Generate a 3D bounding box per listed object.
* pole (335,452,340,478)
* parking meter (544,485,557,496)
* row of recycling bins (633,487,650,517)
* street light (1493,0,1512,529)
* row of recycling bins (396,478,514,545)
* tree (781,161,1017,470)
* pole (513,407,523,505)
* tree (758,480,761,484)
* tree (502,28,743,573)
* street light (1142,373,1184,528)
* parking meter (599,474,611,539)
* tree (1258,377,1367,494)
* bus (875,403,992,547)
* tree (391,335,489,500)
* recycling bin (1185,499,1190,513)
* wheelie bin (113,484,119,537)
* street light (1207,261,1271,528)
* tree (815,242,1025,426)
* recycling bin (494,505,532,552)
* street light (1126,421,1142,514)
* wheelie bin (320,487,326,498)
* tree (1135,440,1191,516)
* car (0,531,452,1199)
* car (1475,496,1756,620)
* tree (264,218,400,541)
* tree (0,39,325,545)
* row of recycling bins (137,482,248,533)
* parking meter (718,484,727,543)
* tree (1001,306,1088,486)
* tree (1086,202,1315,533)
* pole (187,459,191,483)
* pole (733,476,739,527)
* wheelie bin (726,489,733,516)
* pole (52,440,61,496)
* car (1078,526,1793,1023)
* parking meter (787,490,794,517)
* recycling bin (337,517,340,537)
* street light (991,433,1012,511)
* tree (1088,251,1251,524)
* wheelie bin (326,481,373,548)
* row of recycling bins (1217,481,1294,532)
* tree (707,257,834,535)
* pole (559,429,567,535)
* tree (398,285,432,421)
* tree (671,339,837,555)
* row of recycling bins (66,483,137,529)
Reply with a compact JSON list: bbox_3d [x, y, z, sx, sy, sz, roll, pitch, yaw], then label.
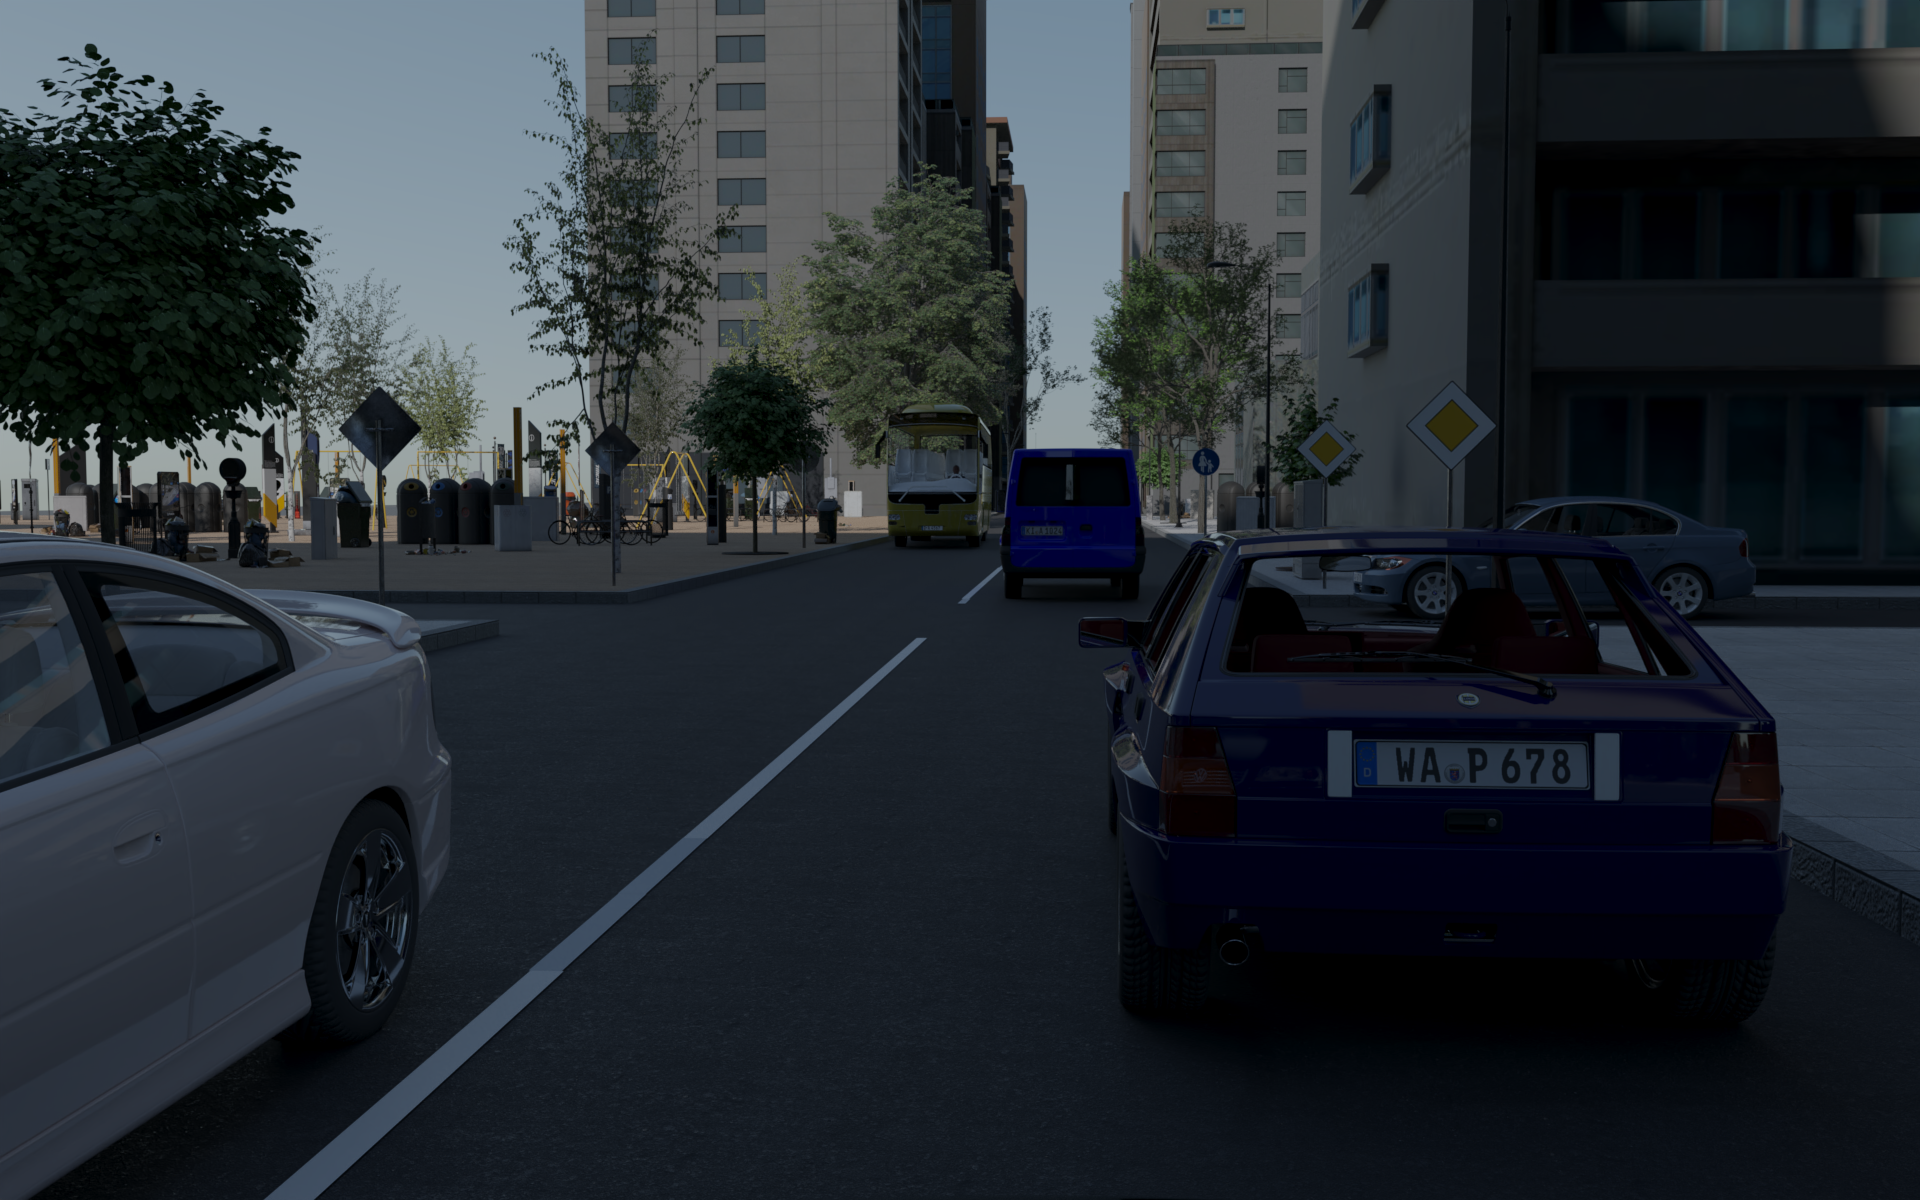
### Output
[{"bbox_3d":[-29.307,-5.365,81.566,0.158,3.312,0.155,0,3,0],"label":"pole"},{"bbox_3d":[-11.622,-2.494,49.186,0.372,1.533,0.369,0,3,0],"label":"parking meter"},{"bbox_3d":[-17.562,-5.543,97.740,1.069,1.692,3.534,-2,4,-27],"label":"row of recycling bins"},{"bbox_3d":[4.273,-2.621,15.396,1.470,5.913,1.316,0,4,4],"label":"street light"},{"bbox_3d":[-12.786,-2.270,44.231,3.534,1.692,1.069,1,4,16],"label":"row of recycling bins"},{"bbox_3d":[-2.222,-9.886,68.286,9.857,13.997,8.962,0,3,0],"label":"tree"},{"bbox_3d":[-10.365,-2.863,40.660,0.158,3.312,0.155,0,3,0],"label":"pole"},{"bbox_3d":[-11.192,-8.558,90.290,4.360,8.622,3.978,0,3,0],"label":"tree"},{"bbox_3d":[-5.606,-4.757,28.147,4.360,8.622,3.978,0,3,0],"label":"tree"},{"bbox_3d":[7.858,-5.733,66.272,1.470,5.913,1.316,0,4,4],"label":"street light"},{"bbox_3d":[-10.145,-2.691,49.715,0.255,1.863,0.399,2,4,32],"label":"parking meter"},{"bbox_3d":[5.796,-2.090,28.770,1.663,3.219,1.824,0,3,0],"label":"tree"},{"bbox_3d":[-0.477,-3.595,50.329,2.896,3.916,12.252,0,4,2],"label":"bus"},{"bbox_3d":[-23.528,-7.895,79.441,4.737,8.622,4.395,0,3,0],"label":"tree"},{"bbox_3d":[12.721,-4.999,94.286,0.722,1.027,0.722,2,4,30],"label":"recycling bin"},{"bbox_3d":[-25.281,-2.688,51.852,0.980,1.594,0.693,2,4,31],"label":"wheelie bin"},{"bbox_3d":[5.630,-3.803,34.714,1.470,5.913,1.316,0,4,4],"label":"street light"},{"bbox_3d":[-1.837,-10.446,81.158,12.009,13.543,11.850,0,3,0],"label":"tree"},{"bbox_3d":[-10.076,-1.620,39.036,0.722,1.027,0.722,-2,4,-24],"label":"recycling bin"},{"bbox_3d":[10.231,-7.693,98.328,1.470,5.913,1.316,0,4,4],"label":"street light"},{"bbox_3d":[-26.385,-3.947,72.444,0.980,1.594,0.693,3,4,36],"label":"wheelie bin"},{"bbox_3d":[12.035,-7.303,103.125,4.285,4.588,4.351,0,3,0],"label":"tree"},{"bbox_3d":[-2.566,0.553,3.313,2.083,1.381,4.827,0,4,5],"label":"car"},{"bbox_3d":[6.938,-0.518,20.466,4.499,1.417,2.014,0,4,2],"label":"car"},{"bbox_3d":[-17.924,-5.901,46.850,4.360,8.622,3.978,0,3,0],"label":"tree"},{"bbox_3d":[-6.250,-1.778,12.780,4.285,4.588,4.351,0,3,0],"label":"tree"},{"bbox_3d":[-25.655,-3.132,58.328,3.534,1.692,1.069,1,4,9],"label":"row of recycling bins"},{"bbox_3d":[-6.349,-2.281,45.699,0.372,1.533,0.369,0,3,0],"label":"parking meter"},{"bbox_3d":[6.209,-19.451,173.914,12.611,20.169,13.585,0,3,0],"label":"tree"},{"bbox_3d":[7.710,-7.468,56.515,8.767,10.594,7.601,3,5,41],"label":"tree"},{"bbox_3d":[-42.584,-6.232,95.733,0.158,3.312,0.155,0,3,0],"label":"pole"},{"bbox_3d":[-8.692,-4.482,67.128,0.158,3.312,0.155,0,3,0],"label":"pole"},{"bbox_3d":[-13.218,-5.617,99.739,0.980,1.594,0.693,-3,5,-39],"label":"wheelie bin"},{"bbox_3d":[-31.807,-4.107,60.999,0.158,3.312,0.155,0,3,0],"label":"pole"},{"bbox_3d":[1.386,0.397,6.083,1.945,1.354,3.894,0,4,4],"label":"car"},{"bbox_3d":[-9.675,-5.524,98.732,0.372,1.533,0.369,0,3,0],"label":"parking meter"},{"bbox_3d":[-18.227,-2.397,51.745,0.722,1.027,0.722,-1,4,-19],"label":"recycling bin"},{"bbox_3d":[3.030,-9.704,131.198,1.470,5.913,1.316,0,4,4],"label":"street light"},{"bbox_3d":[9.122,-9.124,74.932,9.928,11.665,9.643,0,3,0],"label":"tree"},{"bbox_3d":[-14.563,-2.057,41.545,0.693,1.594,0.980,1,4,9],"label":"wheelie bin"},{"bbox_3d":[9.995,-2.965,55.592,3.534,1.692,1.069,-1,4,-13],"label":"row of recycling bins"},{"bbox_3d":[-5.864,-6.353,54.230,4.737,8.622,4.395,0,3,0],"label":"tree"},{"bbox_3d":[-12.496,-3.709,54.489,0.158,3.312,0.155,0,3,0],"label":"pole"},{"bbox_3d":[-19.728,-6.535,57.210,4.360,8.622,3.978,0,3,0],"label":"tree"},{"bbox_3d":[-4.460,-3.258,36.983,4.285,4.588,4.351,0,3,0],"label":"tree"},{"bbox_3d":[-31.217,-3.480,64.003,1.069,1.692,3.534,2,4,30],"label":"row of recycling bins"}]
